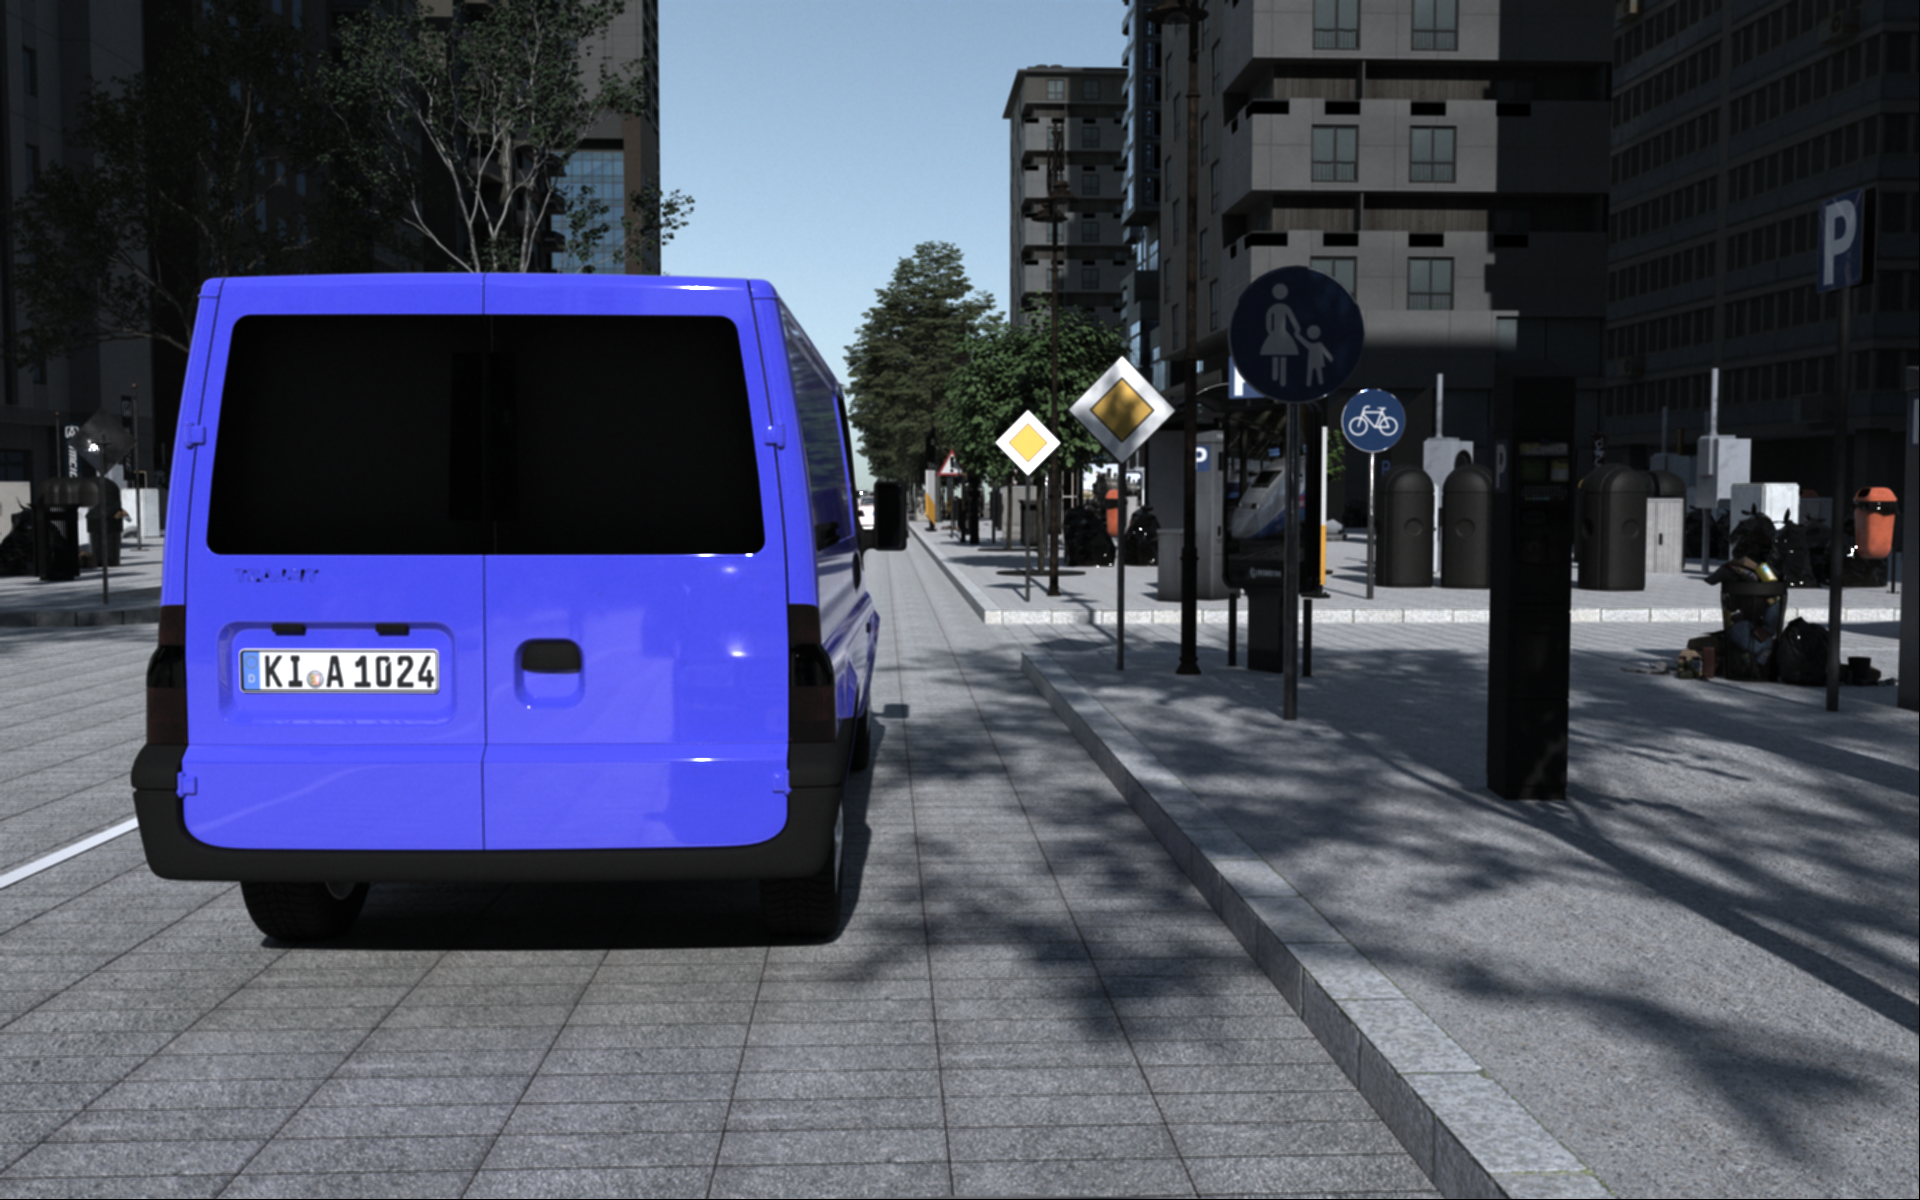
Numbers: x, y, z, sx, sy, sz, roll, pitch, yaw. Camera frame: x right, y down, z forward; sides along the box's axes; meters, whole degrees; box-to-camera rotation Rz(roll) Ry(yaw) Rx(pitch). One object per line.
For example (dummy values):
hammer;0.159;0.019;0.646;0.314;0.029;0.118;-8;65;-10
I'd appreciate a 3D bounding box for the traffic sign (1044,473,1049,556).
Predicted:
traffic sign;1.786;-2.178;35.723;0.768;2.556;0.104;0;4;1

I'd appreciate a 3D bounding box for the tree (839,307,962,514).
tree;-2.765;-12.466;110.473;9.857;13.997;8.962;0;3;0

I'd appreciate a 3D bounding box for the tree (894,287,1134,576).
tree;1.367;-2.693;27.737;4.285;4.588;4.351;0;3;0

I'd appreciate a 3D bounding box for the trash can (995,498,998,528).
trash can;1.580;-3.347;66.385;0.748;1.137;0.748;0;3;0

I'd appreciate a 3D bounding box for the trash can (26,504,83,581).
trash can;-13.422;-0.860;25.714;0.748;1.137;0.748;0;3;0

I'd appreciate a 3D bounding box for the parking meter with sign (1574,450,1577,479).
parking meter with sign;23.276;-4.389;68.025;1.738;3.016;0.543;1;4;17

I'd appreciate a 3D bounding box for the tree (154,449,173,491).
tree;-28.321;-4.198;63.245;1.663;3.219;1.824;0;3;0

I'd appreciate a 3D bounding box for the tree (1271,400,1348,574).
tree;5.367;-2.036;27.890;1.663;3.219;1.824;0;3;0

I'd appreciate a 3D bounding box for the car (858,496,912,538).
car;-2.647;-2.788;57.946;2.083;1.381;4.827;0;4;-2

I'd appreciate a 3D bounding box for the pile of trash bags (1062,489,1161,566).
pile of trash bags;2.863;-1.375;32.241;1.912;1.369;3.447;0;4;5

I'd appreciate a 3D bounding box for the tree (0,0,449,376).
tree;-13.073;-5.857;30.179;7.601;10.594;8.767;0;4;8

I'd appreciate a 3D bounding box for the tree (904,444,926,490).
tree;-2.692;-10.748;126.094;4.360;8.622;3.978;0;3;0

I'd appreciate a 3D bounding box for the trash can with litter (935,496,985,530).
trash can with litter;-0.132;-3.161;62.739;1.678;1.210;2.233;-1;4;-15

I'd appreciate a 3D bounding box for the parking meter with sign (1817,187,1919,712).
parking meter with sign;5.988;-0.848;10.130;1.738;3.016;0.543;0;4;2

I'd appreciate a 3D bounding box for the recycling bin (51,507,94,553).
recycling bin;-16.847;-1.253;33.039;0.722;1.027;0.722;0;4;-5

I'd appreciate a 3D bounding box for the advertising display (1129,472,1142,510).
advertising display;4.723;-2.717;49.631;0.974;1.923;0.123;0;4;8

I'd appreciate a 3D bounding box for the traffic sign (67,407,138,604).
traffic sign;-9.931;-1.006;20.087;0.795;2.450;0.064;0;4;-3

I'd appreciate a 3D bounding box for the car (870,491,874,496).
car;-11.788;-14.320;242.806;2.281;1.827;5.304;0;4;-1

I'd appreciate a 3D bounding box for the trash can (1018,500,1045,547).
trash can;1.777;-1.859;42.045;0.748;1.137;0.748;0;3;0

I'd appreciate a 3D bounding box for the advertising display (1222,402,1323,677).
advertising display;2.238;-0.446;12.499;0.123;1.923;0.974;-2;4;-29

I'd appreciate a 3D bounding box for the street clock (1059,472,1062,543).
street clock;2.742;-2.475;45.044;0.471;2.002;0.358;0;4;8

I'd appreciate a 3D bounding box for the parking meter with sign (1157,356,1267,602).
parking meter with sign;3.072;-1.521;21.137;0.543;3.016;1.738;3;5;41

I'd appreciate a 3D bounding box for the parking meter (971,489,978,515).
parking meter;0.789;-5.148;92.585;0.372;1.533;0.369;0;3;0

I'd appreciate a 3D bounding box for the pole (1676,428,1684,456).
pole;22.312;-3.663;53.737;0.158;3.312;0.155;0;3;0

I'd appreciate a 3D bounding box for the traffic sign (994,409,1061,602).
traffic sign;0.803;-1.034;20.556;0.795;2.450;0.064;0;4;-3

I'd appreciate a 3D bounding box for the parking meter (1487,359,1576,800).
parking meter;2.418;-0.100;7.346;0.255;1.863;0.399;0;4;3

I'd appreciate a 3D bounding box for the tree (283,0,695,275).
tree;-14.574;-12.161;54.721;12.611;20.169;13.585;0;3;0

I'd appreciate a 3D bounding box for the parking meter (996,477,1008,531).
parking meter;1.478;-3.364;60.714;0.399;1.863;0.255;0;4;4

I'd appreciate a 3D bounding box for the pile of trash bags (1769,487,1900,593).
pile of trash bags;11.928;-0.862;23.847;1.912;1.369;3.447;0;4;2

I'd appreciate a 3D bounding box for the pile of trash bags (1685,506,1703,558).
pile of trash bags;15.594;-1.478;33.913;1.912;1.369;3.447;-1;4;-11

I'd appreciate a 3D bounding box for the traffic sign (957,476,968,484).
traffic sign;0.231;-5.208;85.256;0.768;2.556;0.104;0;4;2

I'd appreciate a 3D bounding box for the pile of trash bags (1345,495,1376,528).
pile of trash bags;14.510;-3.474;66.550;1.912;1.369;3.447;3;5;42

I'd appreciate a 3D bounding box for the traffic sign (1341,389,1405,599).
traffic sign;5.005;-1.282;21.061;0.768;2.556;0.104;0;4;2

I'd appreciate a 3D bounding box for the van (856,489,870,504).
van;-8.174;-8.359;143.683;2.013;2.044;4.112;0;4;-2

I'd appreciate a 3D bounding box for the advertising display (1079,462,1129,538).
advertising display;2.826;-1.782;34.342;0.974;1.923;0.123;-1;4;-20

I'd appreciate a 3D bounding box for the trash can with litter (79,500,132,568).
trash can with litter;-15.067;-1.156;30.291;0.624;1.170;1.055;1;4;11

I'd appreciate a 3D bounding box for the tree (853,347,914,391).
tree;-6.199;-21.951;214.790;12.611;20.169;13.585;0;3;0

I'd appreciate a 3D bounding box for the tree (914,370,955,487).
tree;-1.397;-9.280;102.089;4.737;8.622;4.395;0;3;0

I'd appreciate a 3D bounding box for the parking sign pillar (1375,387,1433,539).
parking sign pillar;11.171;-3.358;43.382;1.447;3.967;1.447;-2;4;-27

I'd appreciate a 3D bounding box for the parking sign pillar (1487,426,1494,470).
parking sign pillar;15.418;-3.695;48.882;1.447;3.967;1.447;-1;4;-17

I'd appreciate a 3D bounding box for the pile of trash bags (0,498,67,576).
pile of trash bags;-15.274;-1.062;27.112;1.912;1.369;3.447;-1;4;-10

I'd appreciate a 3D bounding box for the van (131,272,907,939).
van;-1.354;-0.175;7.245;2.240;2.365;5.245;0;4;-1

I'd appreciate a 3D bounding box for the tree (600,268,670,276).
tree;-15.396;-9.457;80.377;9.928;11.665;9.643;0;3;0

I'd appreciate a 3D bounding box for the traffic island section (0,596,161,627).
traffic island section;-9.955;0.130;20.148;2.009;0.180;2.903;0;4;-3

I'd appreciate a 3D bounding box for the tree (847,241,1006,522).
tree;-1.447;-9.806;78.463;7.486;12.596;7.792;0;3;0

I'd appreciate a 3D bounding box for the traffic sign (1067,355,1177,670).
traffic sign;1.167;-0.547;12.579;0.795;2.450;0.064;0;4;-3

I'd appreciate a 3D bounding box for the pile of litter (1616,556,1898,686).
pile of litter;5.584;0.111;12.150;1.176;0.858;1.719;-3;4;-37

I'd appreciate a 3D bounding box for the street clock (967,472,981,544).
street clock;0.372;-2.429;44.285;0.358;2.002;0.471;1;4;21

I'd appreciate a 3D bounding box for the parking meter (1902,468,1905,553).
parking meter;18.310;-1.681;33.201;0.399;1.863;0.255;2;4;32

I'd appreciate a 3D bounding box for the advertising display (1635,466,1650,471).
advertising display;16.106;-2.166;40.628;0.974;1.923;0.123;-3;5;-41

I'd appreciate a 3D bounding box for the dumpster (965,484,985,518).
dumpster;0.746;-5.479;95.348;1.264;1.857;1.865;0;4;-3

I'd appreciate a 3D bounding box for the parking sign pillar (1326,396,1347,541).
parking sign pillar;9.907;-3.611;47.512;1.447;3.967;1.447;-1;4;-22

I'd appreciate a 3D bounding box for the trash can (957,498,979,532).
trash can;0.264;-2.899;59.051;0.748;1.137;0.748;0;3;0

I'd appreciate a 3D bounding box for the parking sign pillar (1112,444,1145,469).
parking sign pillar;6.621;-4.872;68.130;1.447;3.967;1.447;0;4;-4
